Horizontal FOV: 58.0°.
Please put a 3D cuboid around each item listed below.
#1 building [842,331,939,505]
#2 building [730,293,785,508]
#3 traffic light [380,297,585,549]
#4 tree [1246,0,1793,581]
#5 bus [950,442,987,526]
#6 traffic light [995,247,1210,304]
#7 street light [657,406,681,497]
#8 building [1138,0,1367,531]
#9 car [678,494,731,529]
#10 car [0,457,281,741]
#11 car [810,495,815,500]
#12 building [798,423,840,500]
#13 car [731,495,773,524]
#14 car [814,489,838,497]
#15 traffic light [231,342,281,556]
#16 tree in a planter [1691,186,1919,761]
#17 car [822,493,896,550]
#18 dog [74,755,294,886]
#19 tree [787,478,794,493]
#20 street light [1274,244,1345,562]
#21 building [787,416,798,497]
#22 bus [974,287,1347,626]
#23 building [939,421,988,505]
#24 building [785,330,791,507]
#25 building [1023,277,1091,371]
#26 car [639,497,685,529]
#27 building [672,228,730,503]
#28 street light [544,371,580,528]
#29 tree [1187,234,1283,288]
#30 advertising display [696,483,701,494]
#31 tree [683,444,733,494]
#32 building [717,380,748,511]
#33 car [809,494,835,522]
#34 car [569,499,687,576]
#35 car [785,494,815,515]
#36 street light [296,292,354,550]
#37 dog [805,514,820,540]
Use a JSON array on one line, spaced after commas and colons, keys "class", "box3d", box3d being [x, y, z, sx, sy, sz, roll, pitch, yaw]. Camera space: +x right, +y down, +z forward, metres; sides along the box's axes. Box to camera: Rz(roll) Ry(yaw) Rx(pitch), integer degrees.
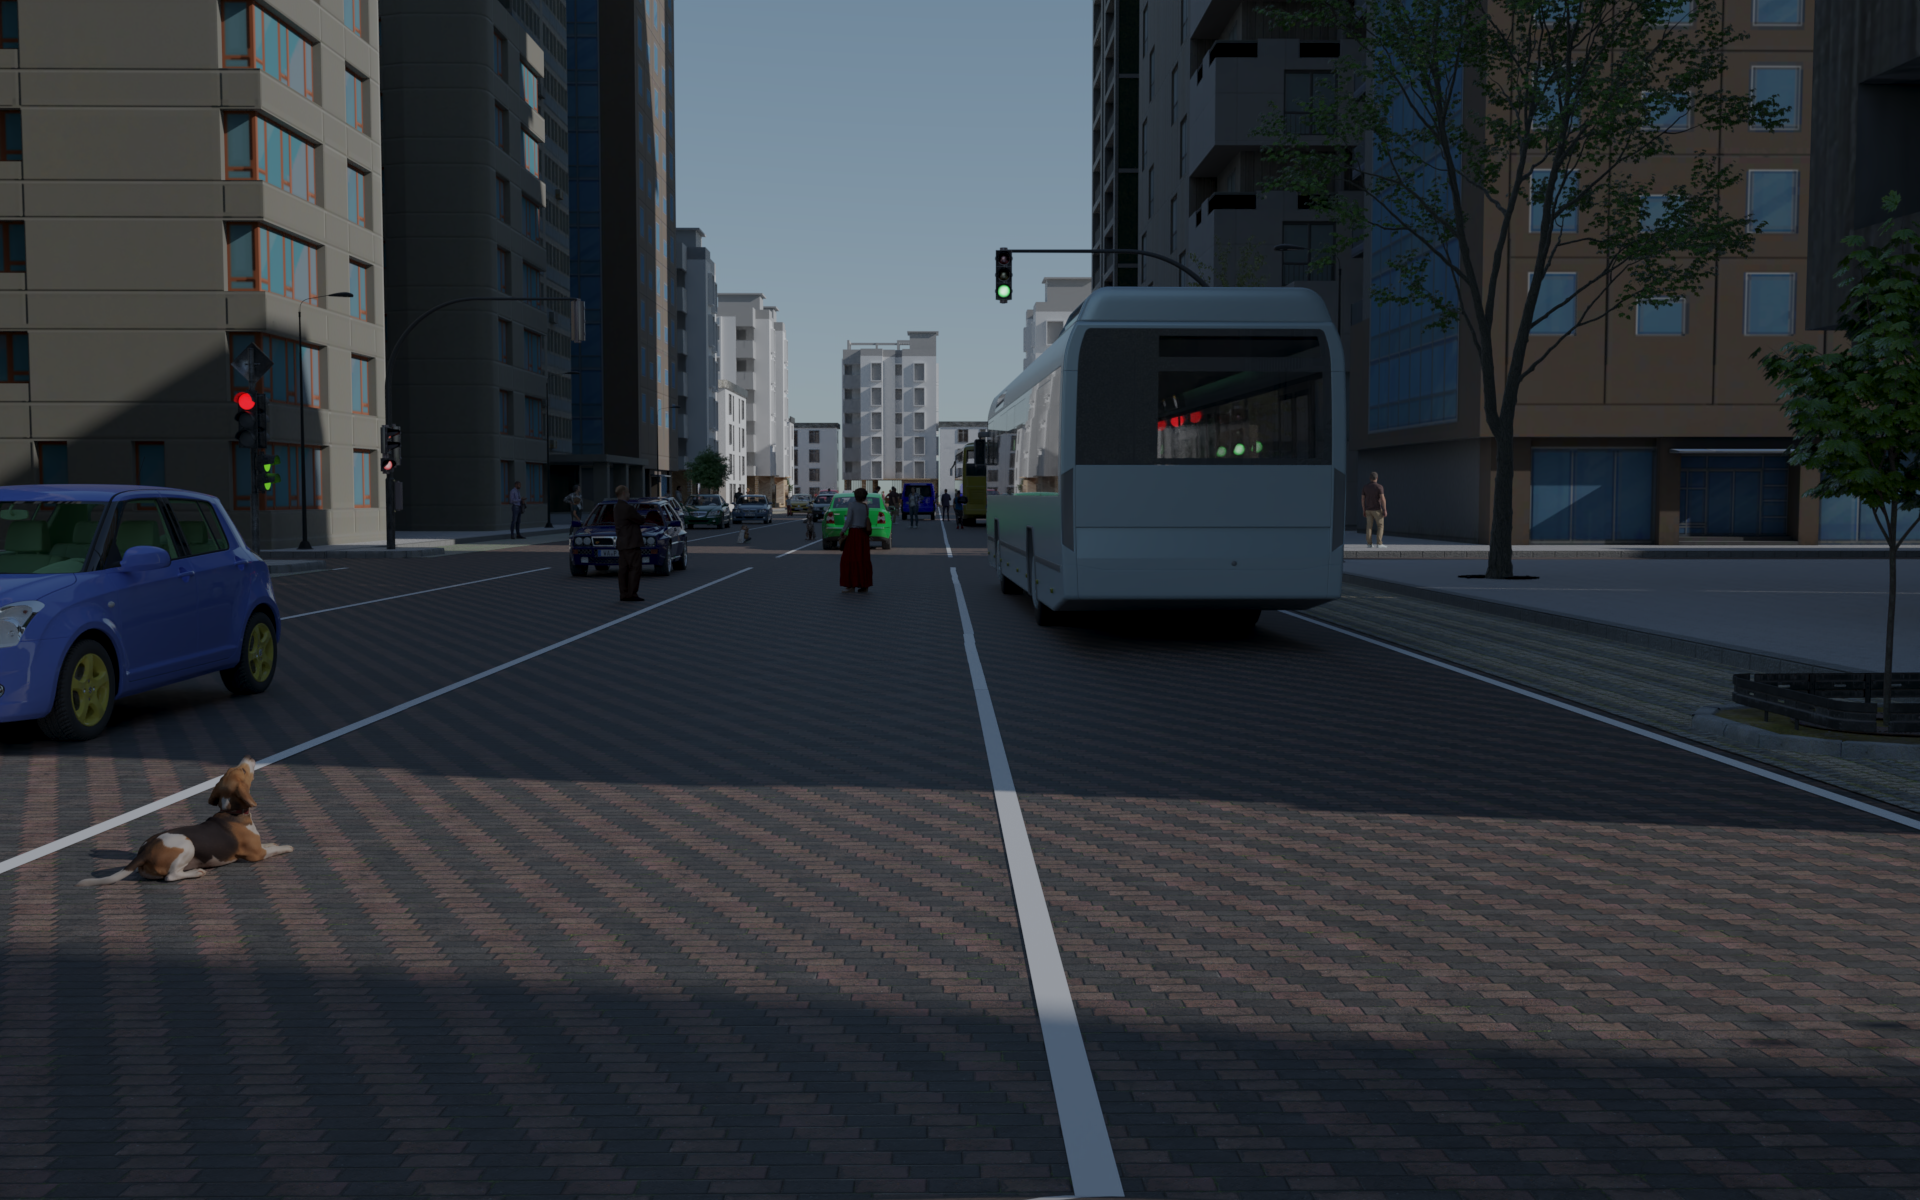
[{"class": "building", "box3d": [-8.246, -21.462, 207.319, 11.380, 20.091, 16.016, 0, 4, -1]}, {"class": "building", "box3d": [-25.083, -18.616, 160.784, 16.016, 20.091, 11.380, 0, 4, -1]}, {"class": "traffic light", "box3d": [-11.092, -4.004, 40.127, 4.771, 5.953, 1.251, 0, 4, -1]}, {"class": "tree", "box3d": [8.101, -6.117, 25.761, 9.928, 11.665, 9.643, 0, 3, 0]}, {"class": "bus", "box3d": [1.156, -5.460, 80.820, 2.896, 3.916, 12.252, 0, 4, -2]}, {"class": "traffic light", "box3d": [3.020, -3.518, 32.180, 4.771, 5.953, 1.251, 0, 4, -1]}, {"class": "street light", "box3d": [-15.391, -7.265, 91.317, 1.470, 5.913, 1.316, 0, 4, -1]}, {"class": "building", "box3d": [22.439, -29.567, 72.667, 28.713, 52.752, 27.495, 0, 4, -1]}, {"class": "car", "box3d": [-10.631, -3.695, 72.219, 2.131, 1.459, 4.920, 0, 4, -2]}, {"class": "car", "box3d": [-5.864, -0.096, 11.165, 1.945, 1.707, 3.694, 0, 4, 1]}, {"class": "car", "box3d": [-14.857, -9.392, 165.553, 2.014, 1.417, 4.499, 0, 4, -1]}, {"class": "building", "box3d": [-28.363, -16.019, 204.061, 28.070, 9.664, 9.099, 0, 4, -1]}, {"class": "car", "box3d": [-10.103, -4.429, 84.424, 2.014, 1.417, 4.499, 0, 4, -3]}, {"class": "car", "box3d": [-10.886, -8.245, 143.482, 2.281, 1.827, 5.304, 0, 4, -2]}, {"class": "traffic light", "box3d": [-13.069, -2.640, 32.078, 0.839, 4.253, 0.868, 0, 4, -1]}, {"class": "tree in a planter", "box3d": [5.465, -0.788, 10.107, 1.991, 3.239, 1.994, 0, 4, -1]}, {"class": "car", "box3d": [-2.696, -2.278, 46.034, 1.959, 1.807, 4.718, 0, 4, -1]}, {"class": "dog", "box3d": [-2.964, 0.829, 6.640, 0.748, 0.427, 0.550, -1, 4, -19]}, {"class": "tree", "box3d": [-17.942, -11.337, 179.954, 1.663, 3.219, 1.824, 0, 3, 0]}, {"class": "street light", "box3d": [6.527, -3.659, 32.358, 1.470, 5.913, 1.316, 0, 4, -1]}, {"class": "building", "box3d": [-32.209, -14.978, 187.034, 28.070, 9.664, 9.099, 0, 4, -1]}, {"class": "bus", "box3d": [1.913, -1.662, 22.033, 2.948, 3.499, 13.247, 0, 4, -2]}, {"class": "building", "box3d": [11.528, -16.036, 204.335, 28.070, 9.664, 9.099, 0, 4, -1]}, {"class": "building", "box3d": [-25.023, -19.313, 172.184, 16.016, 20.091, 11.380, 0, 4, -1]}, {"class": "building", "box3d": [13.833, -18.370, 156.773, 16.016, 20.091, 11.380, 0, 4, -1]}, {"class": "car", "box3d": [-10.830, -2.982, 61.343, 1.945, 1.354, 3.894, 0, 4, -1]}, {"class": "building", "box3d": [-25.012, -16.180, 120.955, 16.016, 20.091, 11.380, 0, 4, -1]}, {"class": "street light", "box3d": [-15.073, -5.693, 65.627, 1.470, 5.913, 1.316, 0, 4, -1]}, {"class": "tree", "box3d": [8.186, -6.039, 49.103, 4.737, 8.622, 4.395, 0, 3, 0]}, {"class": "advertising display", "box3d": [-15.521, -5.968, 102.785, 0.123, 1.923, 0.974, 0, 4, 0]}, {"class": "tree", "box3d": [-16.299, -7.914, 113.101, 4.285, 4.588, 4.351, 0, 3, 0]}, {"class": "building", "box3d": [-21.807, -12.163, 141.010, 9.099, 9.664, 28.070, 0, 4, -1]}, {"class": "car", "box3d": [-6.773, -4.861, 89.264, 2.009, 1.686, 4.222, 0, 4, -3]}, {"class": "car", "box3d": [-5.981, -1.154, 31.444, 1.945, 1.354, 3.894, 0, 4, -3]}, {"class": "car", "box3d": [-10.882, -6.612, 118.323, 2.015, 1.641, 3.980, 0, 4, -1]}, {"class": "street light", "box3d": [-14.632, -4.122, 39.943, 1.470, 5.913, 1.316, 0, 4, -1]}, {"class": "dog", "box3d": [-4.589, -2.295, 54.360, 0.513, 0.831, 0.800, 3, 4, 38]}]
